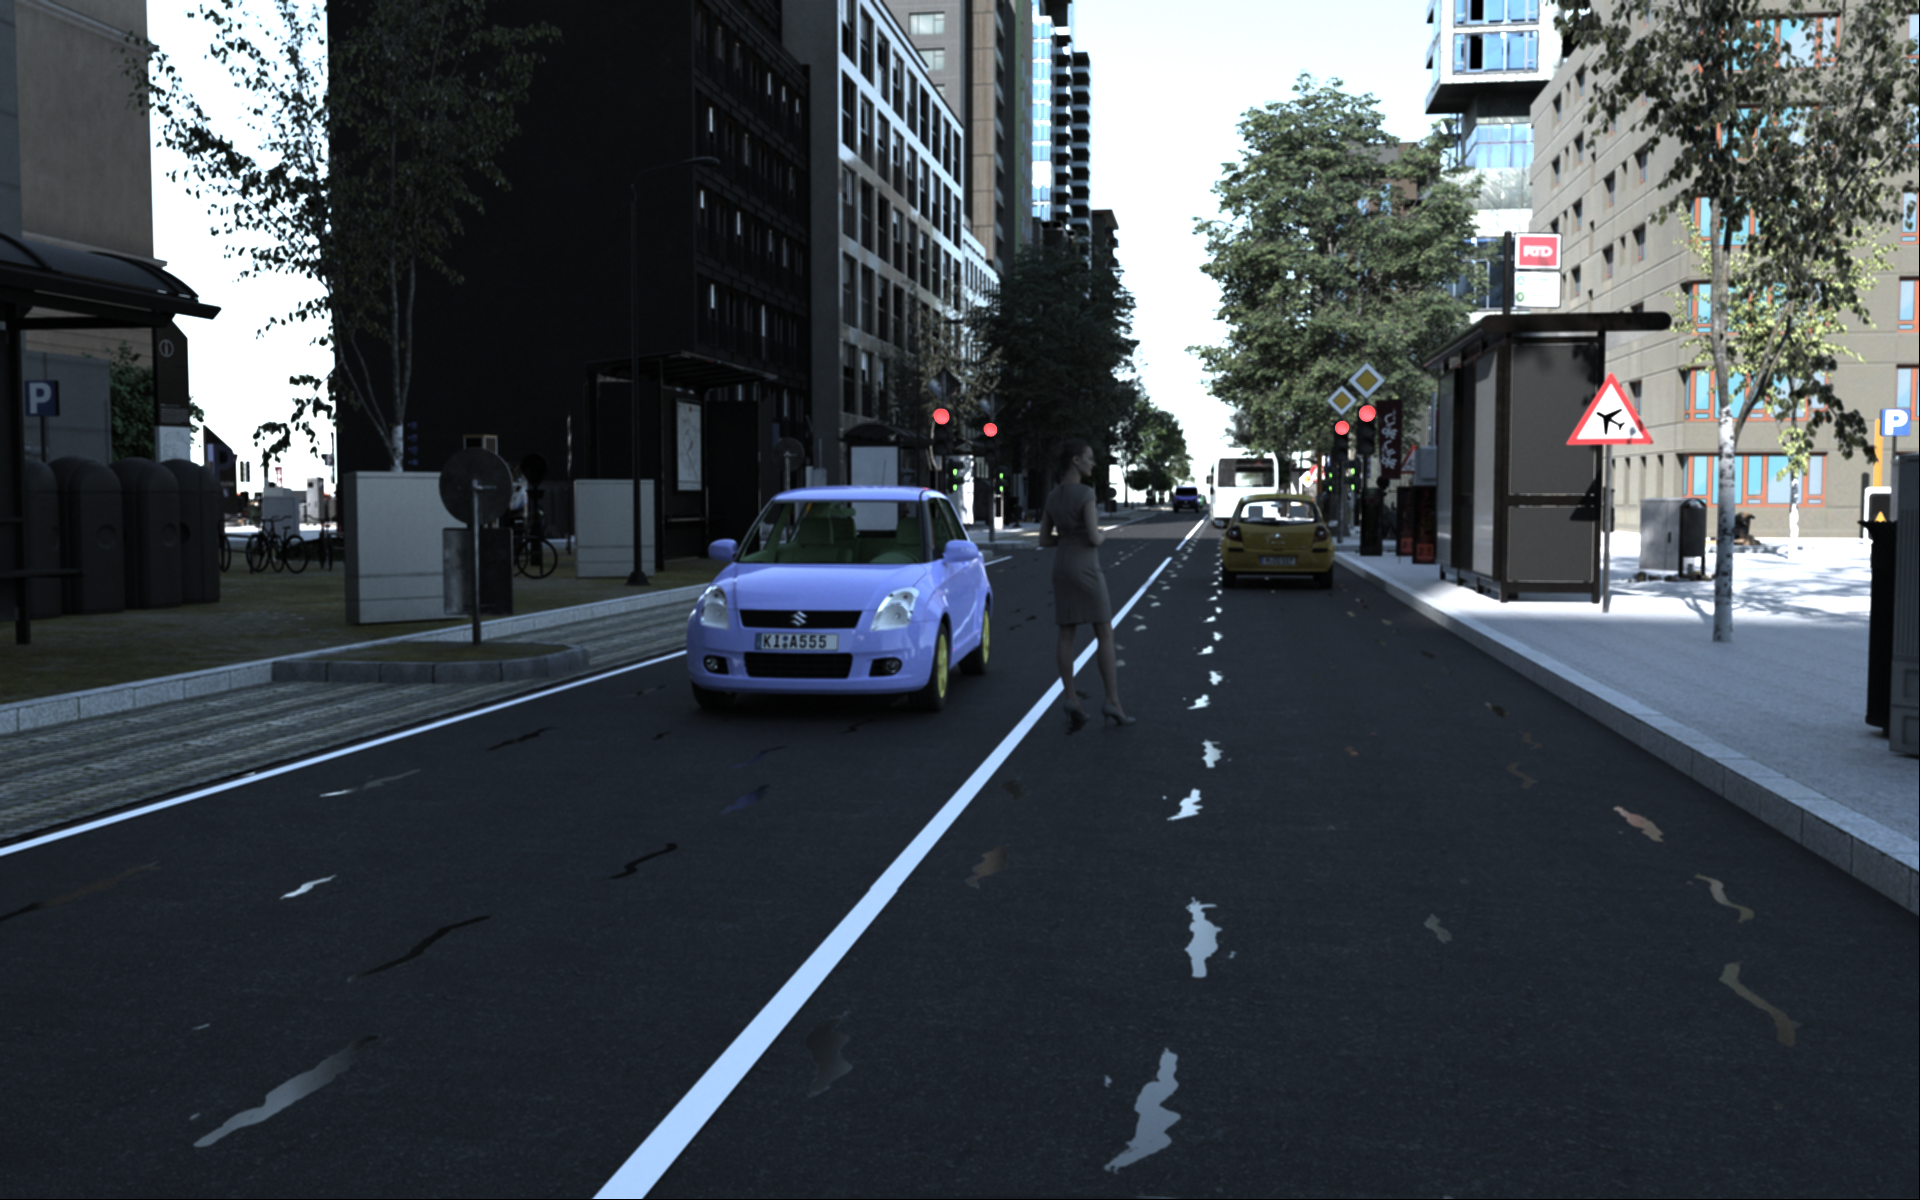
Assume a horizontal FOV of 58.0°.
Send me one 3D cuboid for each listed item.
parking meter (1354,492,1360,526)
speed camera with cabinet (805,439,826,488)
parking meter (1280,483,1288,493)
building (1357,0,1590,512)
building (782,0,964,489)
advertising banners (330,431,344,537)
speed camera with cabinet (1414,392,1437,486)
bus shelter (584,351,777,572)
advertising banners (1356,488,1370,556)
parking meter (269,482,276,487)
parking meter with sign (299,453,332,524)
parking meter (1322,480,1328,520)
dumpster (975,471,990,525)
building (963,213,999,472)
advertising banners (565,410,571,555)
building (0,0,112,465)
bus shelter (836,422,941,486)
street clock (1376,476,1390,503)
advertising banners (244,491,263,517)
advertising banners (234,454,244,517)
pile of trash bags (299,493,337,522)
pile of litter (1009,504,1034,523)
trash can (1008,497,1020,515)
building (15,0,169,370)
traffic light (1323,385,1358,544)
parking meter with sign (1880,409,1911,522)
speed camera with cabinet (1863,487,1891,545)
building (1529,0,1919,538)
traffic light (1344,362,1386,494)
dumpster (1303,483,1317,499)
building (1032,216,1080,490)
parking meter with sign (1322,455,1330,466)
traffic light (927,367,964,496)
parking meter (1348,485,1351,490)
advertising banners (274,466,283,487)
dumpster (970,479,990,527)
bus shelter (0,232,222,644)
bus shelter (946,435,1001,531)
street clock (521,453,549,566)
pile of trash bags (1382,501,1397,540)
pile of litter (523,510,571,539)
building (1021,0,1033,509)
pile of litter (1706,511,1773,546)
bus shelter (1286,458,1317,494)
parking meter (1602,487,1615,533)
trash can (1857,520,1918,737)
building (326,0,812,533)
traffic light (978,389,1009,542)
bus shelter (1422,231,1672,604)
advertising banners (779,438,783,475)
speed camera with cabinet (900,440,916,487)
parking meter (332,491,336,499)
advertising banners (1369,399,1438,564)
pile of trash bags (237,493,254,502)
[{"bbox_3d":[15.888,-3.741,69.574,0.372,1.533,0.369,0,3,0],"label":"parking meter"},{"bbox_3d":[-5.566,-4.181,62.690,0.660,3.252,2.038,-2,4,-33],"label":"speed camera with cabinet"},{"bbox_3d":[17.620,-5.420,94.327,0.255,1.863,0.399,-2,4,-35],"label":"parking meter"},{"bbox_3d":[35.850,-48.117,99.376,22.319,86.520,31.000,1,4,9],"label":"building"},{"bbox_3d":[-11.886,-17.406,89.104,19.350,26.468,34.151,1,4,9],"label":"building"},{"bbox_3d":[-17.682,-3.247,49.282,0.090,3.025,2.074,-1,4,-9],"label":"advertising banners"},{"bbox_3d":[9.803,-2.382,33.288,2.038,3.252,0.660,3,5,40],"label":"speed camera with cabinet"},{"bbox_3d":[-4.951,-2.469,31.645,1.731,3.624,6.357,1,4,9],"label":"bus shelter"},{"bbox_3d":[9.258,-2.425,35.833,2.074,3.025,0.090,0,4,2],"label":"advertising banners"},{"bbox_3d":[-33.519,-4.817,84.461,0.255,1.863,0.399,-1,4,-12],"label":"parking meter"},{"bbox_3d":[-27.704,-4.782,74.453,1.738,3.016,0.543,2,4,24],"label":"parking meter with sign"},{"bbox_3d":[14.790,-3.951,70.310,0.255,1.863,0.399,1,4,10],"label":"parking meter"},{"bbox_3d":[0.757,-4.255,72.055,1.502,2.255,1.985,1,4,9],"label":"dumpster"},{"bbox_3d":[-3.648,-15.843,113.787,10.420,20.320,16.860,1,4,9],"label":"building"},{"bbox_3d":[-8.363,-2.495,36.985,0.090,3.025,2.074,-1,4,-15],"label":"advertising banners"},{"bbox_3d":[-27.214,-35.646,21.067,20.611,71.187,20.563,1,4,9],"label":"building"},{"bbox_3d":[-2.069,-3.512,51.352,2.014,3.302,5.546,1,4,9],"label":"bus shelter"},{"bbox_3d":[16.668,-3.896,68.268,0.471,2.002,0.358,-1,4,-17],"label":"street clock"},{"bbox_3d":[-40.028,-6.163,96.959,2.074,3.025,0.090,0,4,-2],"label":"advertising banners"},{"bbox_3d":[-31.736,-4.765,74.098,0.090,3.025,2.074,2,4,31],"label":"advertising banners"},{"bbox_3d":[-28.578,-4.273,79.623,3.447,1.369,1.912,-3,5,-44],"label":"pile of trash bags"},{"bbox_3d":[2.866,-3.953,78.593,1.719,0.858,1.176,-3,5,-43],"label":"pile of litter"},{"bbox_3d":[2.597,-4.520,85.555,0.748,1.137,0.748,0,3,0],"label":"trash can"},{"bbox_3d":[-43.729,-17.168,66.599,20.117,28.700,13.634,1,4,9],"label":"building"},{"bbox_3d":[9.828,-3.417,44.789,0.839,4.253,0.868,1,4,9],"label":"traffic light"},{"bbox_3d":[18.980,-2.355,34.770,0.543,3.016,1.738,1,4,13],"label":"parking meter with sign"},{"bbox_3d":[23.413,-2.957,42.683,0.660,3.252,2.038,-2,4,-28],"label":"speed camera with cabinet"},{"bbox_3d":[37.532,-13.245,61.592,28.899,21.520,27.650,1,4,9],"label":"building"},{"bbox_3d":[8.618,-2.934,36.896,0.839,4.253,0.868,1,4,9],"label":"traffic light"},{"bbox_3d":[18.432,-5.142,89.831,1.264,1.857,1.865,1,4,9],"label":"dumpster"},{"bbox_3d":[4.960,-25.125,182.493,14.160,30.474,14.107,1,4,9],"label":"building"},{"bbox_3d":[16.891,-4.968,77.481,0.543,3.016,1.738,-2,4,-33],"label":"parking meter with sign"},{"bbox_3d":[-0.341,-3.017,38.249,0.839,4.253,0.868,1,4,9],"label":"traffic light"},{"bbox_3d":[21.073,-5.405,94.079,0.255,1.863,0.399,1,4,20],"label":"parking meter"},{"bbox_3d":[-42.290,-6.934,109.561,2.074,3.025,0.090,-3,4,-36],"label":"advertising banners"},{"bbox_3d":[0.758,-3.831,68.401,1.264,1.857,1.865,1,4,9],"label":"dumpster"},{"bbox_3d":[-7.680,-1.117,12.188,2.014,3.302,5.546,1,4,9],"label":"bus shelter"},{"bbox_3d":[0.122,-4.199,62.573,2.014,3.302,5.546,1,4,9],"label":"bus shelter"},{"bbox_3d":[-7.600,-1.617,31.015,0.471,2.002,0.358,0,4,-4],"label":"street clock"},{"bbox_3d":[12.658,-2.375,48.582,1.912,1.369,3.447,0,4,-5],"label":"pile of trash bags"},{"bbox_3d":[-12.015,-2.182,49.634,1.719,0.858,1.176,1,4,22],"label":"pile of litter"},{"bbox_3d":[-1.614,-30.206,143.984,14.600,45.320,14.200,1,4,9],"label":"building"},{"bbox_3d":[19.595,-1.817,43.668,1.176,0.858,1.719,-1,4,-20],"label":"pile of litter"},{"bbox_3d":[19.789,-6.454,99.439,2.014,3.302,5.546,1,4,9],"label":"bus shelter"},{"bbox_3d":[21.676,-3.027,57.899,0.372,1.533,0.369,0,3,0],"label":"parking meter"},{"bbox_3d":[5.118,0.156,9.099,0.748,1.137,0.748,0,3,0],"label":"trash can"},{"bbox_3d":[-13.325,-14.301,63.494,12.332,23.373,15.834,1,4,9],"label":"building"},{"bbox_3d":[0.869,-3.500,46.142,0.839,4.253,0.868,1,4,9],"label":"traffic light"},{"bbox_3d":[7.781,-2.856,24.321,2.179,5.291,8.768,1,4,9],"label":"bus shelter"},{"bbox_3d":[-6.306,-3.576,54.659,2.074,3.025,0.090,3,5,41],"label":"advertising banners"},{"bbox_3d":[-1.644,-4.229,63.478,0.660,3.252,2.038,-2,4,-31],"label":"speed camera with cabinet"},{"bbox_3d":[-43.881,-6.925,121.631,0.372,1.533,0.369,0,3,0],"label":"parking meter"},{"bbox_3d":[8.564,-2.171,31.686,2.074,3.025,0.090,2,4,35],"label":"advertising banners"},{"bbox_3d":[-46.861,-6.510,116.188,3.447,1.369,1.912,-2,4,-31],"label":"pile of trash bags"}]
